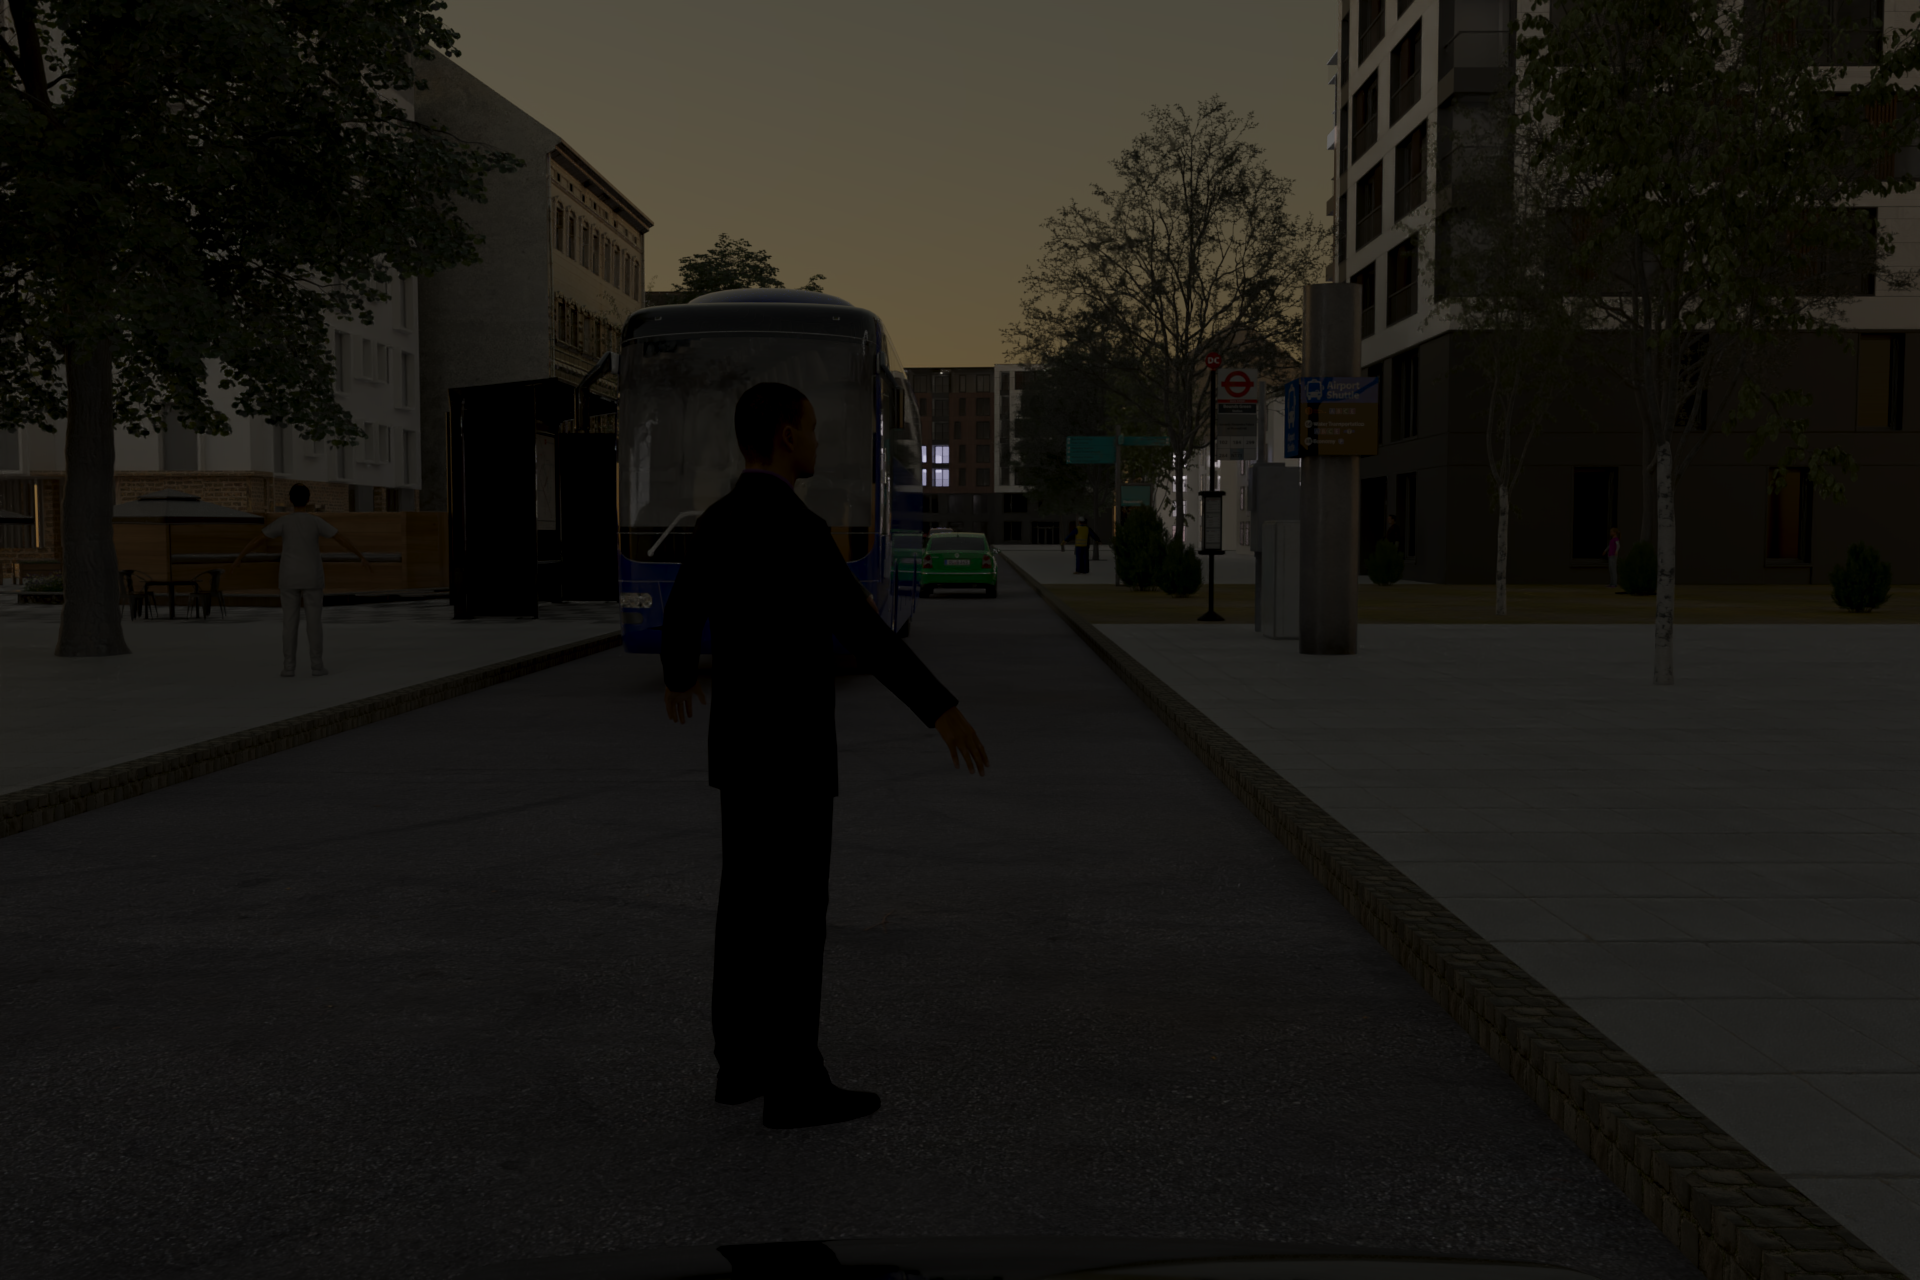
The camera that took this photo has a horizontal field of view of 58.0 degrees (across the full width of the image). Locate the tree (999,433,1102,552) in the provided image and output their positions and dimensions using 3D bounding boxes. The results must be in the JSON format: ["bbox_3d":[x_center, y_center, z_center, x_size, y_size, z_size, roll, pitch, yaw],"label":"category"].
[{"bbox_3d":[7.358,-11.675,125.304,8.767,10.594,7.601,-1,4,-20],"label":"tree"}]

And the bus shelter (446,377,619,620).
[{"bbox_3d":[-6.831,-2.308,29.019,1.731,3.624,6.357,0,4,1],"label":"bus shelter"}]

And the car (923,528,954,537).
[{"bbox_3d":[-1.174,-6.160,109.395,2.281,1.827,5.304,0,4,0],"label":"car"}]

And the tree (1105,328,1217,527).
[{"bbox_3d":[6.825,-6.778,61.183,4.737,8.622,4.395,0,3,0],"label":"tree"}]

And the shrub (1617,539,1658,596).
[{"bbox_3d":[14.100,-1.513,35.847,1.383,1.207,1.383,0,3,0],"label":"shrub"}]

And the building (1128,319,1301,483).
[{"bbox_3d":[28.218,-21.701,185.744,19.493,23.208,18.063,0,4,0],"label":"building"}]

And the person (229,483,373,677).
[{"bbox_3d":[-5.957,-0.545,15.679,1.217,1.739,0.721,-1,4,-18],"label":"person"}]

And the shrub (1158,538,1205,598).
[{"bbox_3d":[4.454,-1.454,34.887,1.383,1.207,1.383,0,3,0],"label":"shrub"}]

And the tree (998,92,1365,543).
[{"bbox_3d":[6.254,-8.464,48.757,12.009,13.543,11.850,0,3,0],"label":"tree"}]

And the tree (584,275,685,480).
[{"bbox_3d":[-9.303,-6.086,49.870,4.360,8.622,3.978,0,3,0],"label":"tree"}]

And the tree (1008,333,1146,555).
[{"bbox_3d":[7.322,-12.247,106.898,9.857,13.997,8.962,0,3,0],"label":"tree"}]

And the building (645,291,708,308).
[{"bbox_3d":[-25.778,-19.467,162.264,27.936,21.610,32.646,0,4,1],"label":"building"}]

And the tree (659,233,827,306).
[{"bbox_3d":[-8.891,-10.196,73.354,9.857,13.997,8.962,0,3,0],"label":"tree"}]

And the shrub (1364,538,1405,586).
[{"bbox_3d":[10.486,-1.934,42.743,1.383,1.207,1.383,0,3,0],"label":"shrub"}]

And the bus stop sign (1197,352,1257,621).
[{"bbox_3d":[3.936,-2.252,25.520,0.855,3.939,0.416,0,4,0],"label":"bus stop sign"}]

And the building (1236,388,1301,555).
[{"bbox_3d":[22.209,-9.552,98.328,9.099,9.664,28.070,0,4,1],"label":"building"}]

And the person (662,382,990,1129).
[{"bbox_3d":[-0.436,0.268,4.304,0.704,1.802,1.346,-3,4,-38],"label":"person"}]

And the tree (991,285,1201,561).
[{"bbox_3d":[6.691,-10.596,83.610,12.009,13.543,11.850,0,3,0],"label":"tree"}]

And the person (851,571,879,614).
[{"bbox_3d":[-1.198,-0.146,11.118,1.348,1.796,0.705,0,4,3],"label":"person"}]

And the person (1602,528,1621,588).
[{"bbox_3d":[15.545,-1.964,41.380,0.599,1.433,0.991,0,4,4],"label":"person"}]

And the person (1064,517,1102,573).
[{"bbox_3d":[4.056,-3.113,56.825,1.347,1.837,0.705,-1,4,-18],"label":"person"}]

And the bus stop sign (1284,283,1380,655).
[{"bbox_3d":[3.956,-1.804,18.516,0.837,3.901,0.837,0,4,0],"label":"bus stop sign"}]

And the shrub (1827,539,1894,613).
[{"bbox_3d":[14.700,-1.050,28.288,1.383,1.207,1.383,0,3,0],"label":"shrub"}]

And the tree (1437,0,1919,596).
[{"bbox_3d":[14.588,-7.696,36.207,12.009,13.543,11.850,0,3,0],"label":"tree"}]

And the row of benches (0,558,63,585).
[{"bbox_3d":[-23.556,-1.751,44.099,4.104,0.672,1.422,-3,5,-43],"label":"row of benches"}]

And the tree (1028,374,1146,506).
[{"bbox_3d":[7.242,-9.847,95.418,7.601,10.594,8.767,-1,4,-15],"label":"tree"}]

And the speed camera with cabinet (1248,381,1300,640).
[{"bbox_3d":[4.094,-1.682,21.844,0.660,3.252,2.038,0,4,1],"label":"speed camera with cabinet"}]

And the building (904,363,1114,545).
[{"bbox_3d":[3.277,-22.886,220.610,32.646,21.610,27.936,0,4,6],"label":"building"}]

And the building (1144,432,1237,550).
[{"bbox_3d":[21.984,-13.018,154.990,9.099,9.664,28.070,0,4,1],"label":"building"}]

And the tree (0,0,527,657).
[{"bbox_3d":[-9.245,-6.816,18.091,9.857,13.997,8.962,0,3,0],"label":"tree"}]

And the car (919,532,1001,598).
[{"bbox_3d":[-0.030,-1.917,40.134,1.959,1.807,4.718,0,4,1],"label":"car"}]

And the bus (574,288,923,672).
[{"bbox_3d":[-1.889,-1.814,21.205,2.896,3.916,12.251,0,4,0],"label":"bus"}]

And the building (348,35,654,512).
[{"bbox_3d":[-24.771,-14.961,75.542,19.493,23.208,18.063,0,4,1],"label":"building"}]

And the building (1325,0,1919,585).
[{"bbox_3d":[26.321,-13.171,59.323,27.936,21.610,32.646,0,4,0],"label":"building"}]

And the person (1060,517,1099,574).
[{"bbox_3d":[3.855,-3.017,55.299,1.349,1.833,0.705,-1,4,-23],"label":"person"}]

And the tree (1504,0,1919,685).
[{"bbox_3d":[6.090,-3.911,14.316,4.737,8.622,4.395,0,3,0],"label":"tree"}]

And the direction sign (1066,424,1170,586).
[{"bbox_3d":[3.861,-3.240,41.740,2.525,3.948,1.411,0,4,-1],"label":"direction sign"}]

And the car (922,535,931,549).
[{"bbox_3d":[-0.427,-2.666,53.380,2.009,1.686,4.222,0,3,0],"label":"car"}]

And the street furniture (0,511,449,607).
[{"bbox_3d":[-13.741,-1.726,35.072,11.010,1.723,9.812,1,4,15],"label":"street furniture"}]

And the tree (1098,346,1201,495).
[{"bbox_3d":[7.256,-7.260,69.069,4.737,8.622,4.395,0,3,0],"label":"tree"}]

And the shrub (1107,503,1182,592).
[{"bbox_3d":[4.143,-2.101,38.769,1.690,2.028,1.600,0,3,0],"label":"shrub"}]

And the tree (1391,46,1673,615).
[{"bbox_3d":[8.343,-4.700,27.203,4.360,8.622,3.978,0,3,0],"label":"tree"}]

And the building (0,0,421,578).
[{"bbox_3d":[-25.250,-11.928,51.447,16.016,20.090,11.380,0,4,1],"label":"building"}]

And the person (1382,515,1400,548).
[{"bbox_3d":[11.717,-2.508,47.139,0.704,1.812,1.346,0,4,-7],"label":"person"}]
